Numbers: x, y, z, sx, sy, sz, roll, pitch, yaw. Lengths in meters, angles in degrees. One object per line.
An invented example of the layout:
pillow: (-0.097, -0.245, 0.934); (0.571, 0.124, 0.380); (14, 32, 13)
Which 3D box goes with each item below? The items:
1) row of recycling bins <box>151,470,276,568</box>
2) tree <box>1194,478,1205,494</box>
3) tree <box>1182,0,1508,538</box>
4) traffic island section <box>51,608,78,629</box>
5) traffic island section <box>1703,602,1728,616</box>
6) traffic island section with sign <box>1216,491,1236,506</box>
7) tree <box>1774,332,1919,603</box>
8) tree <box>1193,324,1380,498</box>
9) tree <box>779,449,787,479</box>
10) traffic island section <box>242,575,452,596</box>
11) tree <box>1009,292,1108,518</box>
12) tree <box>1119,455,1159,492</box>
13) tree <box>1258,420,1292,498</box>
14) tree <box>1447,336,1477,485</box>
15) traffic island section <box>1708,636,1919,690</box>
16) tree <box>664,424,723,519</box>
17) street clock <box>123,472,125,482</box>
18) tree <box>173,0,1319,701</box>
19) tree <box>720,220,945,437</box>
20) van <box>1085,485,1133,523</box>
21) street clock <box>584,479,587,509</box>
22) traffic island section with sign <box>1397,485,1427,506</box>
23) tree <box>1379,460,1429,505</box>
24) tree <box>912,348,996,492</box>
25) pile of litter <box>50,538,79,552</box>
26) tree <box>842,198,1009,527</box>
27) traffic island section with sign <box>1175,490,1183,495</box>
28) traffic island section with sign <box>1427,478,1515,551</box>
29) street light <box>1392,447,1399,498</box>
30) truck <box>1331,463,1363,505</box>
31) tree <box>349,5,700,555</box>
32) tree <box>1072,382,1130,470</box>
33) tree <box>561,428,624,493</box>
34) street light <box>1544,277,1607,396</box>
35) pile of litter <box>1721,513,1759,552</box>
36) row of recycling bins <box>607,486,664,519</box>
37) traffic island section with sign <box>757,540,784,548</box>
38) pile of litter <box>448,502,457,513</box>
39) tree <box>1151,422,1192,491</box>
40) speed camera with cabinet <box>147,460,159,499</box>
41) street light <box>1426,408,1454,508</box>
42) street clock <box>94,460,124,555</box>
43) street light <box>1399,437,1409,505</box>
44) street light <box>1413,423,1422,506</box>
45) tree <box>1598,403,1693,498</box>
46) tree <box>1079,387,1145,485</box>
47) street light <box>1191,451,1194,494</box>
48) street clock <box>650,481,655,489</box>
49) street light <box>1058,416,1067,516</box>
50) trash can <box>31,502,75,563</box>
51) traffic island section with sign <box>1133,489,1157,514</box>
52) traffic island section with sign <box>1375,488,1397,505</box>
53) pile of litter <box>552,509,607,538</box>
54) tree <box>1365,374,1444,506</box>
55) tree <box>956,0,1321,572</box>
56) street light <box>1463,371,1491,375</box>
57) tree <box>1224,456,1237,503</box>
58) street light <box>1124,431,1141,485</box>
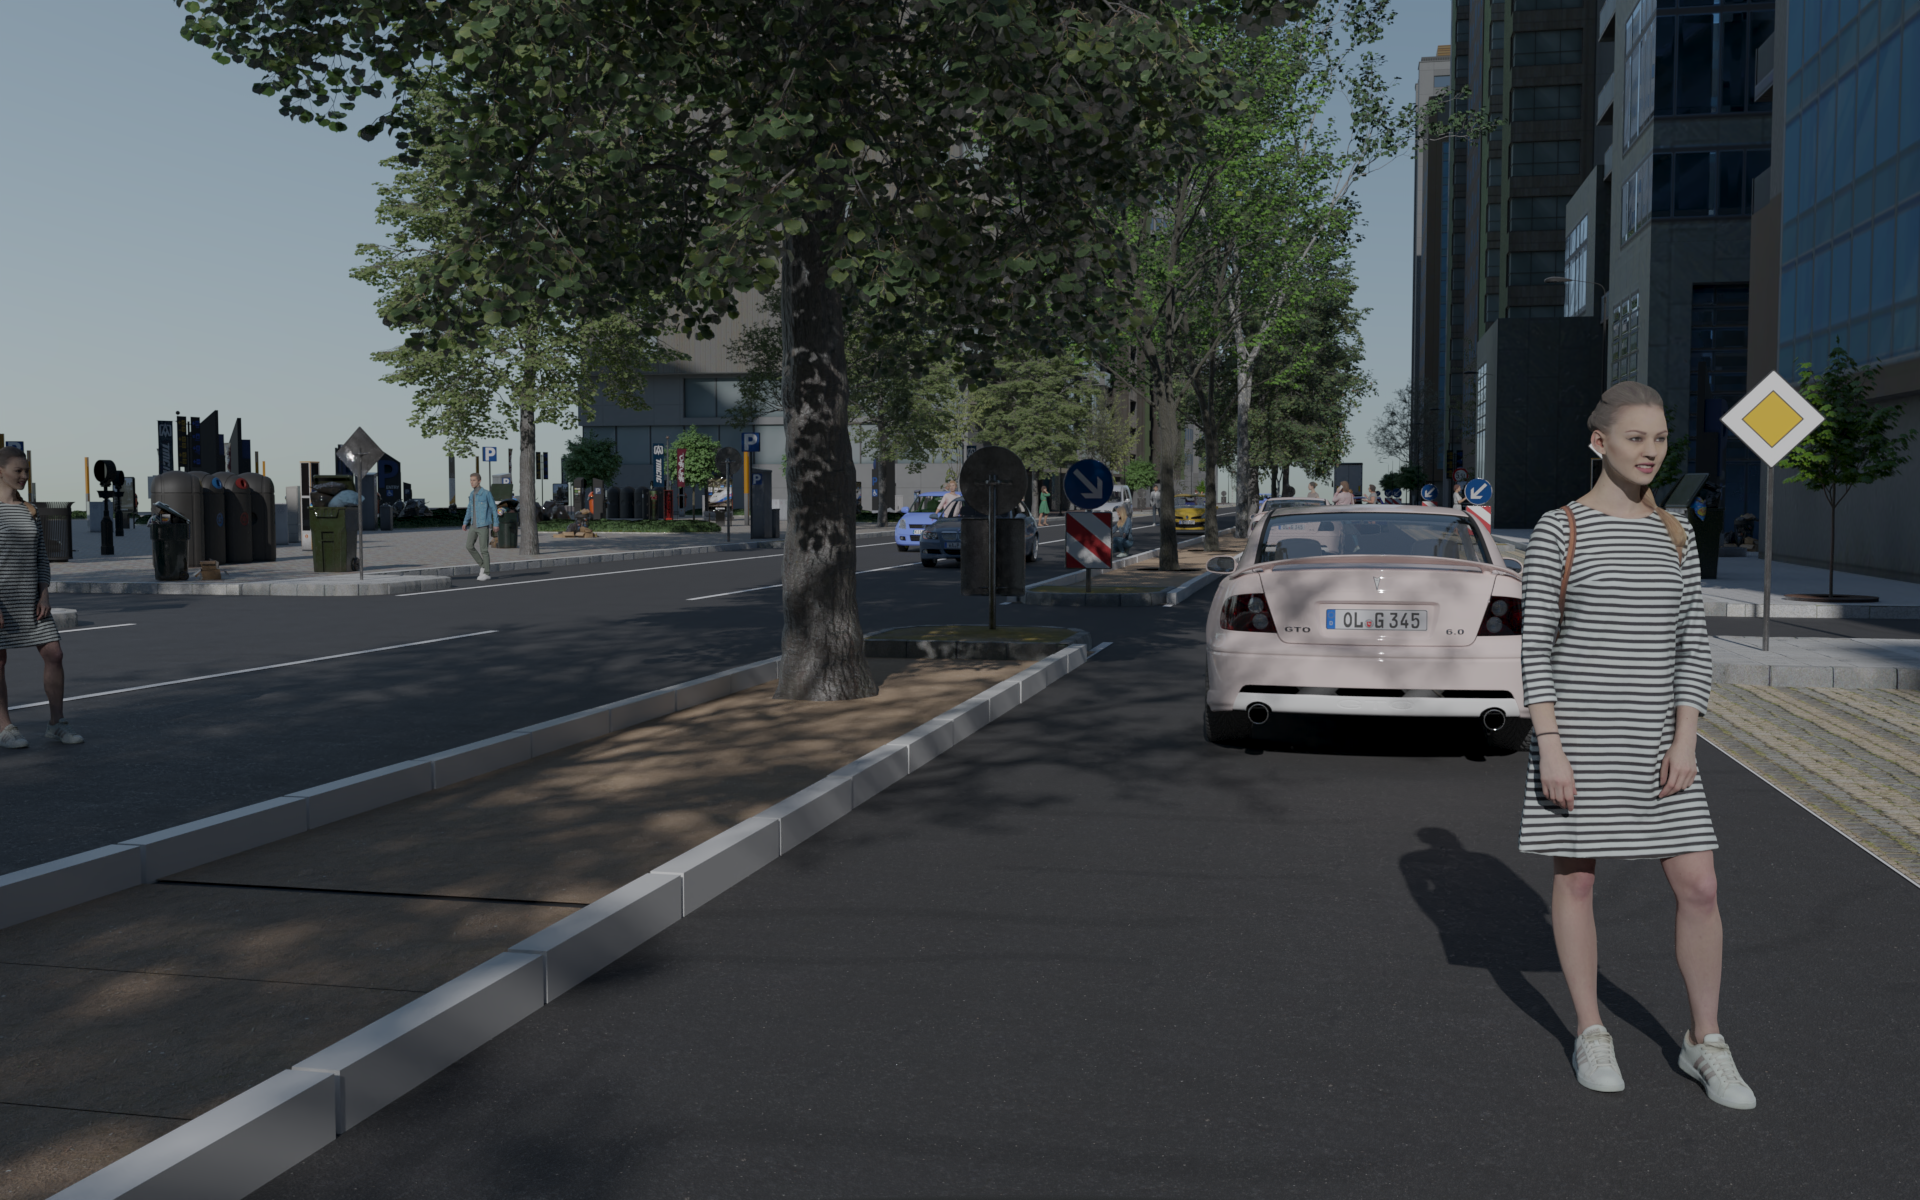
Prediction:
row of recycling bins: (-13.649, -1.502, 31.671); (1.069, 1.692, 3.534); (0, 4, 4)
tree: (28.670, -12.850, 204.691); (1.663, 3.219, 1.824); (0, 3, 0)
tree: (10.085, -11.974, 54.120); (12.611, 20.169, 13.585); (0, 3, 0)
traffic island section: (-10.703, 0.259, 18.051); (2.009, 0.180, 2.903); (1, 4, 13)
traffic island section: (8.360, 0.020, 21.955); (2.009, 0.180, 2.903); (1, 4, 13)
traffic island section with sign: (31.038, -11.914, 203.427); (1.989, 1.847, 2.006); (1, 4, 13)
tree: (10.377, -1.601, 20.782); (1.663, 3.219, 1.824); (0, 3, 0)
tree: (17.431, -10.575, 92.373); (9.611, 12.733, 9.660); (0, 3, 0)
tree: (-7.640, -6.416, 88.620); (4.285, 4.588, 4.351); (0, 3, 0)
traffic island section: (-8.949, -0.218, 25.842); (2.009, 0.180, 2.903); (1, 4, 13)
tree: (4.101, -10.709, 93.222); (7.486, 12.596, 7.792); (0, 3, 0)
tree: (15.064, -9.896, 145.519); (4.285, 4.588, 4.351); (0, 3, 0)
tree: (15.493, -8.047, 84.392); (4.737, 8.622, 4.395); (0, 3, 0)
tree: (23.476, -7.724, 76.655); (4.360, 8.622, 3.978); (0, 3, 0)
traffic island section: (6.606, 0.496, 14.164); (2.009, 0.180, 2.903); (1, 4, 13)
tree: (-12.233, -5.889, 80.003); (4.285, 4.588, 4.351); (0, 3, 0)
street clock: (-25.586, -2.942, 52.674); (0.358, 2.002, 0.471); (0, 4, -5)
tree: (-0.958, -6.274, 11.688); (9.857, 13.997, 8.962); (0, 3, 0)
tree: (-4.384, -7.470, 56.554); (7.601, 10.594, 8.767); (1, 4, 21)
van: (6.592, -4.248, 76.466); (2.013, 2.044, 4.112); (1, 4, 13)
street clock: (-17.406, -4.598, 79.745); (0.358, 2.002, 0.471); (2, 4, 33)
traffic island section with sign: (18.939, -3.777, 70.384); (1.989, 1.847, 2.006); (1, 4, 13)
tree: (42.401, -10.963, 162.958); (4.285, 4.588, 4.351); (0, 3, 0)
tree: (-0.405, -8.329, 86.536); (4.737, 8.622, 4.395); (0, 3, 0)
pile of litter: (-20.441, -1.488, 38.294); (1.719, 0.858, 1.176); (-1, 4, -22)
tree: (-3.228, -9.099, 66.901); (7.486, 12.596, 7.792); (0, 3, 0)
traffic island section with sign: (18.919, -8.623, 149.609); (1.989, 1.847, 2.006); (1, 4, 13)
traffic island section with sign: (13.023, -2.169, 44.084); (1.989, 1.847, 2.006); (1, 4, 13)
street light: (43.081, -12.028, 169.203); (1.470, 5.913, 1.316); (1, 4, 13)
truck: (35.692, -10.435, 159.531); (2.839, 4.237, 11.283); (1, 4, 12)
tree: (-8.740, -7.214, 36.080); (7.486, 12.596, 7.792); (0, 3, 0)
tree: (9.127, -10.078, 115.136); (4.360, 8.622, 3.978); (0, 3, 0)
tree: (-18.333, -6.265, 86.141); (4.285, 4.588, 4.351); (0, 3, 0)
street light: (13.194, -3.949, 37.106); (1.470, 5.913, 1.316); (1, 4, 13)
pile of litter: (17.557, -1.526, 38.913); (1.176, 0.858, 1.719); (-2, 4, -29)
row of recycling bins: (-17.005, -5.131, 91.002); (3.534, 1.692, 1.069); (1, 4, 21)
traffic island section with sign: (-4.230, -2.334, 46.796); (1.989, 1.847, 2.006); (1, 4, 13)
pile of litter: (-26.002, -4.527, 87.976); (1.176, 0.858, 1.719); (-1, 4, -12)
tree: (20.246, -13.106, 164.650); (4.360, 8.622, 3.978); (0, 3, 0)
speed camera with cabinet: (-38.947, -5.557, 85.197); (0.660, 3.252, 2.038); (1, 4, 21)
street light: (26.076, -7.412, 93.719); (1.470, 5.913, 1.316); (1, 4, 13)
street clock: (-18.010, -1.955, 36.533); (0.471, 2.002, 0.358); (2, 4, 31)
street light: (36.717, -10.297, 140.897); (1.470, 5.913, 1.316); (1, 4, 13)
street light: (30.295, -8.586, 112.924); (1.470, 5.913, 1.316); (1, 4, 13)
tree: (12.655, -2.291, 32.059); (1.663, 3.219, 1.824); (0, 3, 0)
tree: (10.396, -10.367, 119.860); (4.737, 8.622, 4.395); (0, 3, 0)
street light: (24.946, -12.851, 182.650); (1.470, 5.913, 1.316); (1, 4, 13)
street clock: (-16.684, -5.485, 94.242); (0.358, 2.002, 0.471); (-2, 4, -25)
street light: (6.387, -7.834, 100.627); (1.470, 5.913, 1.316); (1, 4, 13)
trash can: (-16.993, -1.274, 32.484); (0.748, 1.137, 0.748); (0, 3, 0)
traffic island section with sign: (12.921, -6.992, 122.948); (1.989, 1.847, 2.006); (1, 4, 13)
traffic island section with sign: (35.837, -8.367, 145.434); (1.989, 1.847, 2.006); (1, 4, 13)
pile of litter: (-11.240, -2.268, 51.046); (1.719, 0.858, 1.176); (3, 4, 37)
tree: (46.313, -16.302, 176.913); (12.009, 13.543, 11.850); (0, 3, 0)
tree: (3.793, -6.342, 31.903); (9.928, 11.665, 9.643); (0, 3, 0)
street light: (19.691, -5.680, 65.408); (1.470, 5.913, 1.316); (1, 4, 13)
tree: (39.948, -18.468, 252.320); (4.360, 8.622, 3.978); (0, 3, 0)
street light: (12.756, -9.546, 128.611); (1.470, 5.913, 1.316); (1, 4, 13)
